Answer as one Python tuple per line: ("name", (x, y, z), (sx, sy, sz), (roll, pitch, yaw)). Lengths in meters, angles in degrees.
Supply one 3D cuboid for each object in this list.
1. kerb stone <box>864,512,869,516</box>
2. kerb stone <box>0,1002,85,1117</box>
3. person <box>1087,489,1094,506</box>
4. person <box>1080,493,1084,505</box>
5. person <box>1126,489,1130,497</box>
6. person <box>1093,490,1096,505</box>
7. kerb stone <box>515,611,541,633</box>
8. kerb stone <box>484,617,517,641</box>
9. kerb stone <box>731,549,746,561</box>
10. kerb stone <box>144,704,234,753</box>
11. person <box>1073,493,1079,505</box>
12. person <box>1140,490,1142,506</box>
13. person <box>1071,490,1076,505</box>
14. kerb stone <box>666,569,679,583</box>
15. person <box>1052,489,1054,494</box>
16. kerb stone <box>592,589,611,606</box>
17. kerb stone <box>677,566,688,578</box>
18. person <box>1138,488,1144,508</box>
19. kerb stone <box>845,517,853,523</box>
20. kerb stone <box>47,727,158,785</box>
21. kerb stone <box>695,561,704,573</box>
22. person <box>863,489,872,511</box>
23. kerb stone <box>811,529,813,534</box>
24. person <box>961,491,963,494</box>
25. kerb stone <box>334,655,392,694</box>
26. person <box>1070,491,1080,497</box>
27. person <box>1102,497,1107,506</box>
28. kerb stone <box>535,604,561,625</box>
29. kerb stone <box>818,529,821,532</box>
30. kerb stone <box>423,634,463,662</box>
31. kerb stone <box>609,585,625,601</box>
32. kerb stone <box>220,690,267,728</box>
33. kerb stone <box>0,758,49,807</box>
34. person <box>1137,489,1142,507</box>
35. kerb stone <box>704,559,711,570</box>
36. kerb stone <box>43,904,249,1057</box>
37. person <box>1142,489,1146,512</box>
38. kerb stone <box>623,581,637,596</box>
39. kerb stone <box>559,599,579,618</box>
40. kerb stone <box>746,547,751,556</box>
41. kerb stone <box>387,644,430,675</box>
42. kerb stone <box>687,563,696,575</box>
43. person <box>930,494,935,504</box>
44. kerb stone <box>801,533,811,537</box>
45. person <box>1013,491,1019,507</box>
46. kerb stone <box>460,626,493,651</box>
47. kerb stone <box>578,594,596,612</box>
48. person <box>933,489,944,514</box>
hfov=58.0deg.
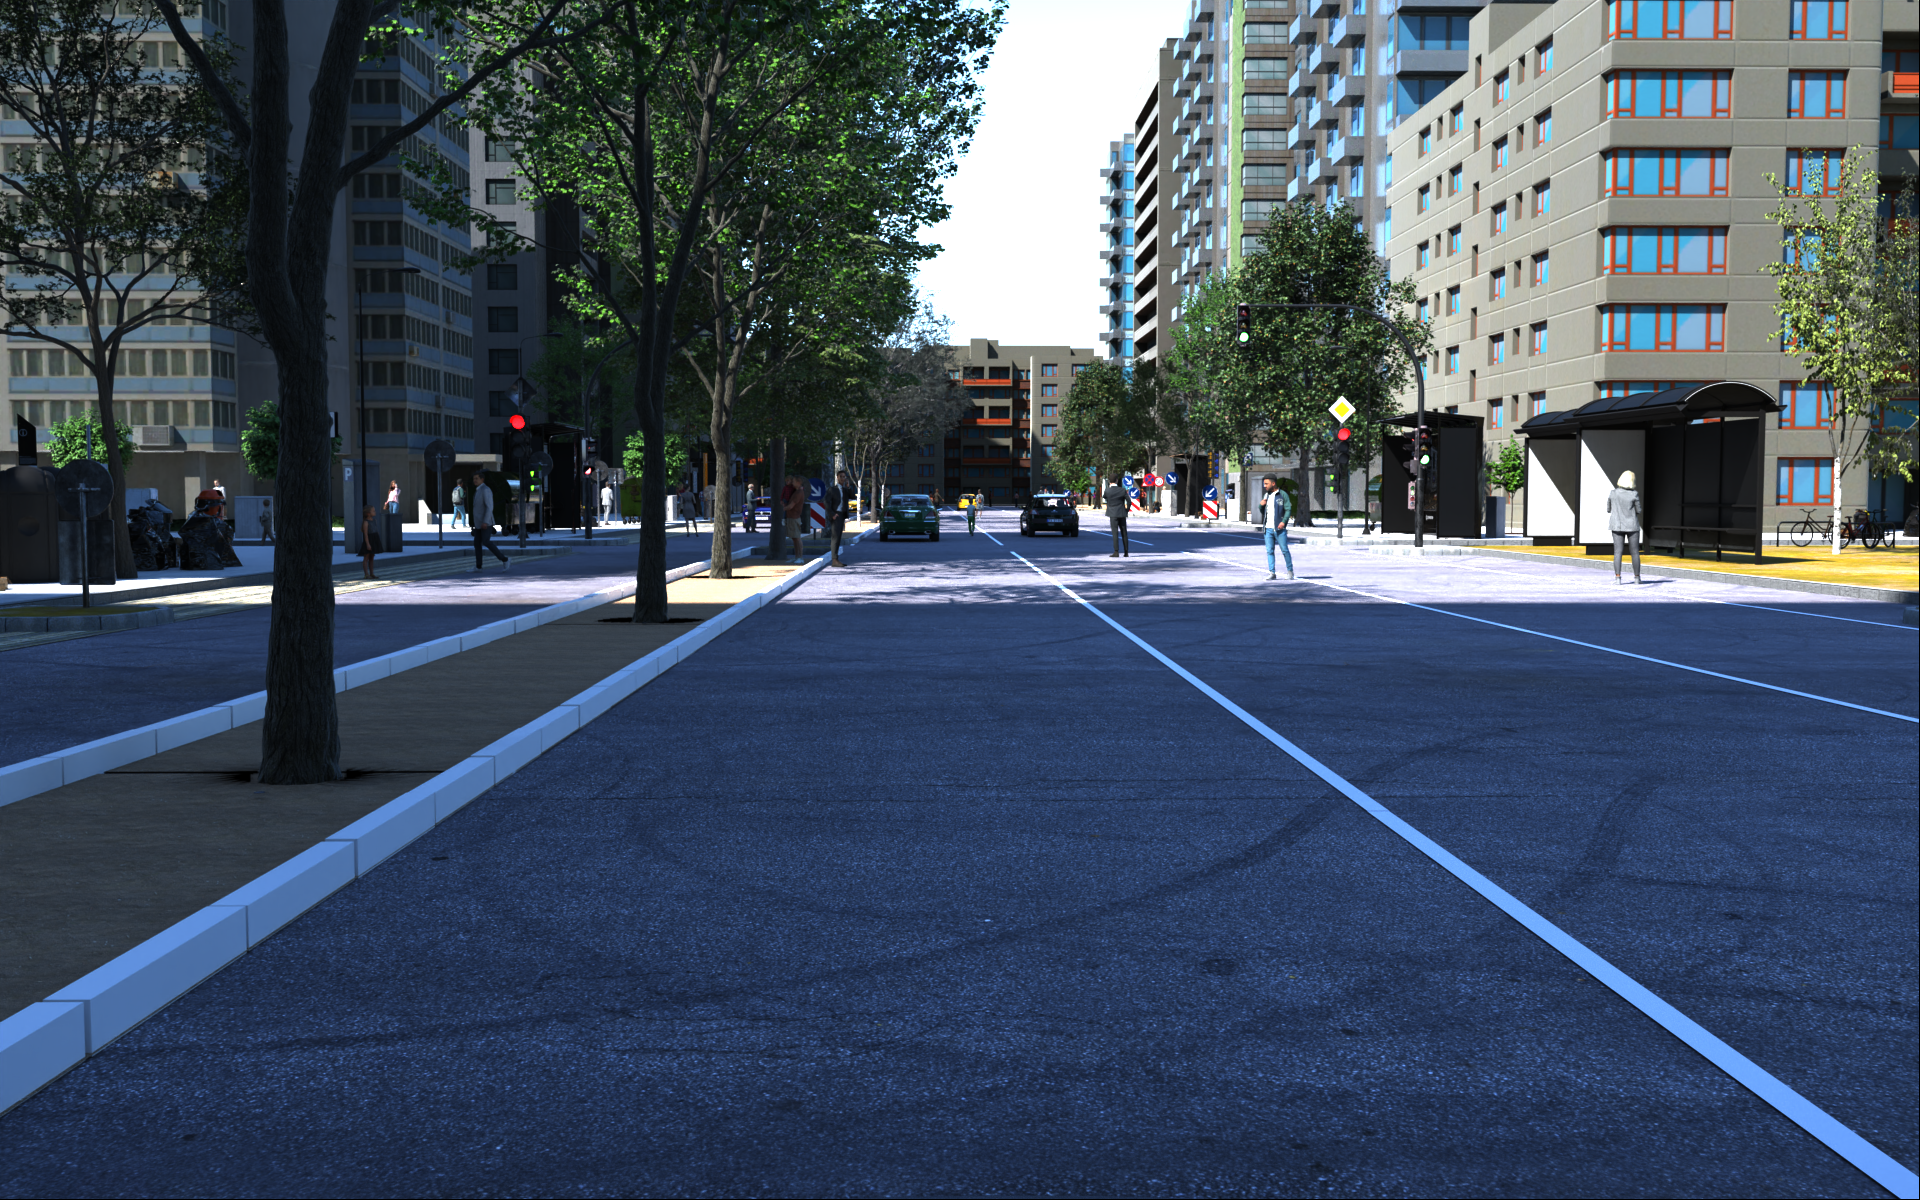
("kerb stone", (-6.251, -5.615, 114.030), (0.120, 0.150, 1.000), (0, 4, -1))
("kerb stone", (-2.264, 1.120, 3.877), (0.120, 0.150, 1.000), (0, 4, -1))
("person", (13.952, -10.983, 185.759), (0.705, 1.807, 1.348), (3, 4, 38))
("person", (14.061, -11.865, 199.666), (0.705, 1.869, 1.348), (-1, 4, -10))
("person", (16.818, -10.161, 172.897), (0.721, 1.743, 1.217), (0, 4, -5))
("person", (15.697, -11.919, 201.607), (1.217, 1.739, 0.721), (1, 4, 10))
("kerb stone", (-4.604, 0.248, 18.191), (0.120, 0.150, 1.000), (0, 4, -1))
("kerb stone", (-4.598, 0.309, 17.164), (0.120, 0.150, 1.000), (0, 4, -1))
("kerb stone", (-4.963, -1.002, 38.708), (0.120, 0.150, 1.000), (0, 4, -1))
("kerb stone", (-4.469, 0.753, 9.993), (0.120, 0.150, 1.000), (0, 4, -1))
("person", (12.858, -11.172, 191.938), (0.697, 1.427, 0.421), (1, 4, 10))
("person", (18.598, -10.517, 178.678), (0.721, 1.739, 1.217), (3, 4, 36))
("person", (12.817, -11.671, 197.590), (1.217, 1.735, 0.721), (-1, 4, -19))
("kerb stone", (-4.792, -0.381, 28.462), (0.120, 0.150, 1.000), (0, 4, -1))
("person", (10.469, -11.581, 195.393), (0.705, 1.824, 1.348), (0, 4, 6))
("kerb stone", (-4.681, -0.006, 22.290), (0.120, 0.150, 1.000), (0, 4, -1))
("kerb stone", (-4.808, -0.446, 29.484), (0.120, 0.150, 1.000), (0, 4, -1))
("person", (16.542, -9.232, 156.944), (0.705, 1.831, 1.348), (-1, 4, -20))
("kerb stone", (-5.873, -4.237, 91.502), (0.120, 0.150, 1.000), (0, 4, -1))
("kerb stone", (-4.447, 0.811, 8.960), (0.120, 0.150, 1.000), (0, 4, -1))
("kerb stone", (-4.841, -0.571, 31.530), (0.120, 0.150, 1.000), (0, 4, -1))
("person", (-7.679, -8.546, 148.210), (1.348, 1.826, 0.705), (-1, 4, -17))
("kerb stone", (-5.339, -2.359, 60.765), (0.120, 0.150, 1.000), (0, 4, -1))
("person", (0.274, -11.559, 197.420), (0.705, 1.831, 1.348), (0, 4, -1))
("kerb stone", (-4.519, 0.558, 13.067), (0.120, 0.150, 1.000), (0, 4, -1))
("person", (13.436, -11.930, 201.820), (1.217, 1.743, 0.721), (0, 4, -6))
("person", (15.845, -10.960, 185.178), (1.348, 1.831, 0.705), (2, 4, 35))
("kerb stone", (-4.621, 0.182, 19.223), (0.120, 0.150, 1.000), (0, 4, -1))
("kerb stone", (-5.408, -2.610, 64.865), (0.120, 0.150, 1.000), (0, 4, -1))
("kerb stone", (-4.558, 0.434, 15.112), (0.120, 0.150, 1.000), (0, 4, -1))
("kerb stone", (-4.700, -0.069, 23.316), (0.120, 0.150, 1.000), (0, 4, -1))
("kerb stone", (-4.487, 0.686, 11.024), (0.120, 0.150, 1.000), (0, 4, -1))
("kerb stone", (-4.426, 0.872, 7.939), (0.120, 0.150, 1.000), (0, 4, -1))
("person", (17.414, -9.905, 168.132), (1.348, 1.807, 0.705), (0, 4, -4))
("kerb stone", (-4.858, -0.633, 32.553), (0.120, 0.150, 1.000), (0, 4, -1))
("kerb stone", (-2.278, 1.060, 4.902), (0.120, 0.150, 1.000), (0, 4, -1))
("person", (13.489, -7.297, 126.823), (0.415, 1.643, 0.593), (-3, 5, -43))
("kerb stone", (-4.712, -0.132, 24.347), (0.120, 0.150, 1.000), (0, 4, -1))
("kerb stone", (-4.642, 0.119, 20.245), (0.120, 0.150, 1.000), (0, 4, -1))
("kerb stone", (-4.977, -1.073, 39.738), (0.120, 0.150, 1.000), (0, 4, -1))
("kerb stone", (-4.538, 0.499, 14.090), (0.120, 0.150, 1.000), (0, 4, -1))
("kerb stone", (-4.819, -0.507, 30.506), (0.120, 0.150, 1.000), (0, 4, -1))
("person", (-2.193, -7.466, 133.827), (1.065, 1.426, 0.557), (0, 4, -2))
("kerb stone", (-5.320, -2.296, 59.742), (0.120, 0.150, 1.000), (0, 4, -1))
("person", (5.979, -10.821, 186.139), (0.721, 1.736, 1.217), (-2, 4, -26))
("kerb stone", (-4.563, 0.377, 16.139), (0.120, 0.150, 1.000), (0, 4, -1))
("kerb stone", (-4.659, 0.066, 21.268), (0.120, 0.150, 1.000), (0, 4, -1))
("person", (-1.643, -7.227, 126.801), (0.705, 1.807, 1.348), (-3, 4, -36))
